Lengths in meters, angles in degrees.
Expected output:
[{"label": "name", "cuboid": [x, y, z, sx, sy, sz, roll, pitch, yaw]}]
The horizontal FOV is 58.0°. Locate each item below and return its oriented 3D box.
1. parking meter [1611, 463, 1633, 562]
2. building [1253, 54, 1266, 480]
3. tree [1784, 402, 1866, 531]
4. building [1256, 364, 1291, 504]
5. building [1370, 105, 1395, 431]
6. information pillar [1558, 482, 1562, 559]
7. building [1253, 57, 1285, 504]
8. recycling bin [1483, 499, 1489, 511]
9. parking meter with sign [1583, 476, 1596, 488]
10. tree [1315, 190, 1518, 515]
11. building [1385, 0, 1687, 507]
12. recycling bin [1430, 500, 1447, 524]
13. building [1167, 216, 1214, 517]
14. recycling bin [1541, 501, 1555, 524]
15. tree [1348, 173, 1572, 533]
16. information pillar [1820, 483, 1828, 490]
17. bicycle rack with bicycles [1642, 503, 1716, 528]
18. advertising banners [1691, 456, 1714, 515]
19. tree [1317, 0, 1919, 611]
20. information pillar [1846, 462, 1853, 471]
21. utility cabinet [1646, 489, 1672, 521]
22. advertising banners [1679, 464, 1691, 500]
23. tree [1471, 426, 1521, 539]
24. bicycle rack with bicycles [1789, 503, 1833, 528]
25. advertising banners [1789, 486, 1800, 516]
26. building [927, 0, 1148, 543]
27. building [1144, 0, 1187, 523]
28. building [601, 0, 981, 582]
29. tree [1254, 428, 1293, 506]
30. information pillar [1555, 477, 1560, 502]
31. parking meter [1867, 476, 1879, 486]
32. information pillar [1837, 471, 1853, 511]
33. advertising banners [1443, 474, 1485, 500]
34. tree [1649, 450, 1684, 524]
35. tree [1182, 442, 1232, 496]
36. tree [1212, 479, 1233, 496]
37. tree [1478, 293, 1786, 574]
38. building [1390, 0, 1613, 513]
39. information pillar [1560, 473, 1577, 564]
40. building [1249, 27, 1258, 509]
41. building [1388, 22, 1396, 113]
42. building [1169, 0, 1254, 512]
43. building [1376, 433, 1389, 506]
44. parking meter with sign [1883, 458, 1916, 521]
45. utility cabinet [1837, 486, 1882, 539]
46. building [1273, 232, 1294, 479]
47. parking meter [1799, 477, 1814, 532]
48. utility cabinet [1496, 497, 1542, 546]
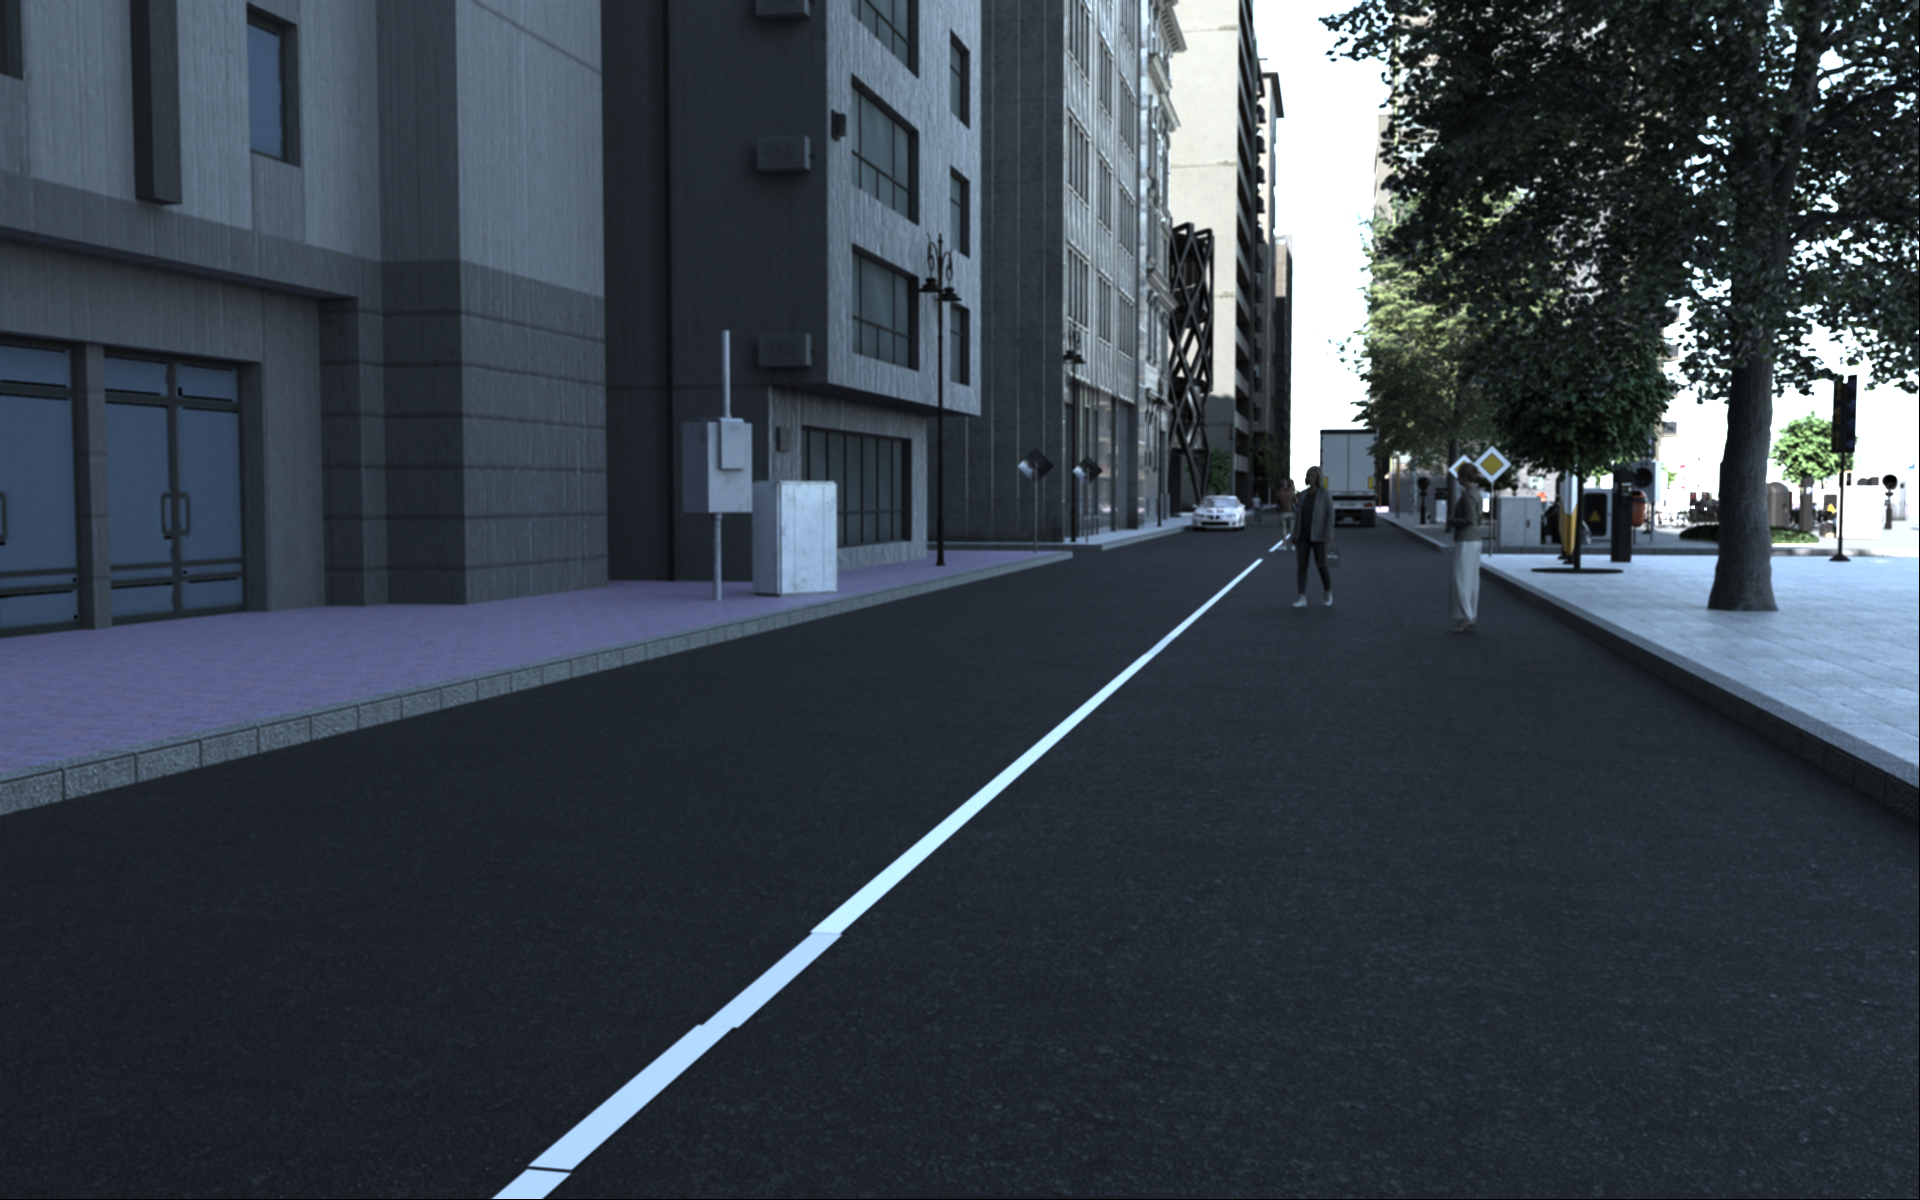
[{"label": "parking meter", "cuboid": [12.493, -1.650, 32.683, 0.255, 1.863, 0.399, 0, 4, -3]}, {"label": "building", "cuboid": [18.581, -31.606, 171.380, 22.147, 44.769, 28.867, 1, 4, 12]}, {"label": "tree", "cuboid": [29.956, -4.735, 61.131, 4.285, 4.588, 4.351, 0, 3, 0]}, {"label": "building", "cuboid": [32.604, -24.554, 246.503, 27.650, 21.520, 28.899, 1, 4, 12]}, {"label": "building", "cuboid": [60.668, -35.773, 208.598, 21.300, 48.544, 21.600, 1, 4, 12]}, {"label": "information pillar", "cuboid": [11.880, -2.608, 33.990, 0.183, 3.616, 0.504, 0, 4, 6]}, {"label": "building", "cuboid": [25.481, -38.380, 216.752, 28.713, 52.752, 27.495, 1, 4, 12]}, {"label": "recycling bin", "cuboid": [27.086, -4.661, 88.757, 0.722, 1.027, 0.722, 0, 4, 3]}, {"label": "parking meter with sign", "cuboid": [27.187, -4.825, 75.153, 1.738, 3.016, 0.543, 2, 4, 31]}, {"label": "tree", "cuboid": [28.013, -15.216, 104.677, 12.611, 20.169, 13.585, 0, 3, 0]}, {"label": "building", "cuboid": [46.985, -29.919, 143.795, 22.147, 44.769, 28.867, 1, 4, 12]}, {"label": "recycling bin", "cuboid": [20.929, -3.843, 75.385, 0.722, 1.027, 0.722, 0, 4, -6]}, {"label": "building", "cuboid": [5.648, -14.058, 97.294, 16.820, 18.784, 16.811, 1, 4, 12]}, {"label": "recycling bin", "cuboid": [21.091, -3.068, 62.722, 0.722, 1.027, 0.722, -3, 5, -44]}, {"label": "tree", "cuboid": [16.792, -8.506, 57.203, 7.486, 12.596, 7.792, 0, 3, 0]}, {"label": "information pillar", "cuboid": [55.486, -6.531, 111.274, 0.304, 2.012, 0.304, -2, 4, -28]}, {"label": "bicycle rack with bicycles", "cuboid": [27.488, -3.217, 65.981, 2.852, 0.926, 2.925, -2, 4, -27]}, {"label": "advertising banners", "cuboid": [34.980, -5.210, 81.372, 0.090, 3.025, 2.074, 3, 5, 45]}, {"label": "tree", "cuboid": [8.813, -6.866, 18.914, 9.857, 13.997, 8.962, 0, 3, 0]}, {"label": "information pillar", "cuboid": [41.498, -5.484, 81.019, 0.504, 3.616, 0.183, 0, 4, 5]}, {"label": "utility cabinet", "cuboid": [33.126, -4.489, 82.080, 0.318, 1.500, 1.173, -2, 4, -32]}, {"label": "advertising banners", "cuboid": [42.914, -6.428, 101.283, 2.074, 3.025, 0.090, -1, 4, -12]}, {"label": "tree", "cuboid": [15.112, -3.350, 49.371, 1.663, 3.219, 1.824, 0, 3, 0]}, {"label": "bicycle rack with bicycles", "cuboid": [35.135, -3.601, 72.263, 2.852, 0.926, 2.925, 1, 4, 22]}, {"label": "advertising banners", "cuboid": [40.496, -5.416, 84.732, 0.090, 3.025, 2.074, -2, 4, -32]}, {"label": "building", "cuboid": [-1.074, -14.535, 55.666, 12.078, 24.808, 19.932, 1, 4, 12]}, {"label": "building", "cuboid": [2.147, -17.722, 77.140, 14.401, 28.519, 23.554, 1, 4, 12]}, {"label": "building", "cuboid": [-7.167, -15.939, 32.300, 14.107, 30.474, 14.160, 1, 4, 12]}, {"label": "tree", "cuboid": [34.933, -14.894, 193.879, 4.737, 8.622, 4.395, 0, 3, 0]}, {"label": "information pillar", "cuboid": [25.735, -4.269, 74.290, 0.304, 2.012, 0.304, 3, 5, 44]}, {"label": "parking meter", "cuboid": [29.868, -3.118, 56.698, 0.255, 1.863, 0.399, 0, 4, 5]}, {"label": "information pillar", "cuboid": [28.442, -3.131, 55.685, 0.304, 2.012, 0.304, -1, 4, -15]}, {"label": "advertising banners", "cuboid": [22.182, -4.872, 75.848, 2.074, 3.025, 0.090, 0, 4, -2]}, {"label": "tree", "cuboid": [30.650, -4.972, 75.893, 1.663, 3.219, 1.824, 0, 3, 0]}, {"label": "tree", "cuboid": [15.384, -7.557, 107.266, 4.285, 4.588, 4.351, 0, 3, 0]}, {"label": "tree", "cuboid": [17.777, -7.549, 118.022, 1.663, 3.219, 1.824, 0, 3, 0]}, {"label": "tree", "cuboid": [10.130, -2.738, 28.479, 4.285, 4.588, 4.351, 0, 3, 0]}, {"label": "building", "cuboid": [38.100, -26.910, 123.577, 14.154, 41.232, 14.086, 1, 4, 12]}, {"label": "information pillar", "cuboid": [11.261, -2.468, 31.712, 0.183, 3.616, 0.504, 3, 5, 40]}, {"label": "building", "cuboid": [17.922, -28.444, 148.656, 14.154, 41.232, 14.086, 1, 4, 12]}, {"label": "building", "cuboid": [72.073, -50.179, 258.675, 20.563, 71.187, 20.611, 1, 4, 12]}, {"label": "building", "cuboid": [10.858, -31.055, 131.446, 21.300, 48.544, 21.600, 1, 4, 12]}, {"label": "building", "cuboid": [53.181, -52.543, 171.752, 22.319, 86.520, 31.000, 1, 4, 12]}, {"label": "parking meter with sign", "cuboid": [45.535, -5.369, 84.048, 1.738, 3.016, 0.543, -2, 4, -29]}, {"label": "utility cabinet", "cuboid": [25.756, -2.504, 49.619, 0.318, 1.500, 1.173, -2, 4, -26]}, {"label": "building", "cuboid": [43.629, -35.591, 265.502, 14.154, 41.232, 14.086, 1, 4, 12]}, {"label": "parking meter", "cuboid": [28.552, -3.226, 58.450, 0.399, 1.863, 0.255, -1, 4, -9]}, {"label": "utility cabinet", "cuboid": [13.806, -1.934, 42.787, 1.020, 1.237, 0.306, 0, 4, 0]}]
